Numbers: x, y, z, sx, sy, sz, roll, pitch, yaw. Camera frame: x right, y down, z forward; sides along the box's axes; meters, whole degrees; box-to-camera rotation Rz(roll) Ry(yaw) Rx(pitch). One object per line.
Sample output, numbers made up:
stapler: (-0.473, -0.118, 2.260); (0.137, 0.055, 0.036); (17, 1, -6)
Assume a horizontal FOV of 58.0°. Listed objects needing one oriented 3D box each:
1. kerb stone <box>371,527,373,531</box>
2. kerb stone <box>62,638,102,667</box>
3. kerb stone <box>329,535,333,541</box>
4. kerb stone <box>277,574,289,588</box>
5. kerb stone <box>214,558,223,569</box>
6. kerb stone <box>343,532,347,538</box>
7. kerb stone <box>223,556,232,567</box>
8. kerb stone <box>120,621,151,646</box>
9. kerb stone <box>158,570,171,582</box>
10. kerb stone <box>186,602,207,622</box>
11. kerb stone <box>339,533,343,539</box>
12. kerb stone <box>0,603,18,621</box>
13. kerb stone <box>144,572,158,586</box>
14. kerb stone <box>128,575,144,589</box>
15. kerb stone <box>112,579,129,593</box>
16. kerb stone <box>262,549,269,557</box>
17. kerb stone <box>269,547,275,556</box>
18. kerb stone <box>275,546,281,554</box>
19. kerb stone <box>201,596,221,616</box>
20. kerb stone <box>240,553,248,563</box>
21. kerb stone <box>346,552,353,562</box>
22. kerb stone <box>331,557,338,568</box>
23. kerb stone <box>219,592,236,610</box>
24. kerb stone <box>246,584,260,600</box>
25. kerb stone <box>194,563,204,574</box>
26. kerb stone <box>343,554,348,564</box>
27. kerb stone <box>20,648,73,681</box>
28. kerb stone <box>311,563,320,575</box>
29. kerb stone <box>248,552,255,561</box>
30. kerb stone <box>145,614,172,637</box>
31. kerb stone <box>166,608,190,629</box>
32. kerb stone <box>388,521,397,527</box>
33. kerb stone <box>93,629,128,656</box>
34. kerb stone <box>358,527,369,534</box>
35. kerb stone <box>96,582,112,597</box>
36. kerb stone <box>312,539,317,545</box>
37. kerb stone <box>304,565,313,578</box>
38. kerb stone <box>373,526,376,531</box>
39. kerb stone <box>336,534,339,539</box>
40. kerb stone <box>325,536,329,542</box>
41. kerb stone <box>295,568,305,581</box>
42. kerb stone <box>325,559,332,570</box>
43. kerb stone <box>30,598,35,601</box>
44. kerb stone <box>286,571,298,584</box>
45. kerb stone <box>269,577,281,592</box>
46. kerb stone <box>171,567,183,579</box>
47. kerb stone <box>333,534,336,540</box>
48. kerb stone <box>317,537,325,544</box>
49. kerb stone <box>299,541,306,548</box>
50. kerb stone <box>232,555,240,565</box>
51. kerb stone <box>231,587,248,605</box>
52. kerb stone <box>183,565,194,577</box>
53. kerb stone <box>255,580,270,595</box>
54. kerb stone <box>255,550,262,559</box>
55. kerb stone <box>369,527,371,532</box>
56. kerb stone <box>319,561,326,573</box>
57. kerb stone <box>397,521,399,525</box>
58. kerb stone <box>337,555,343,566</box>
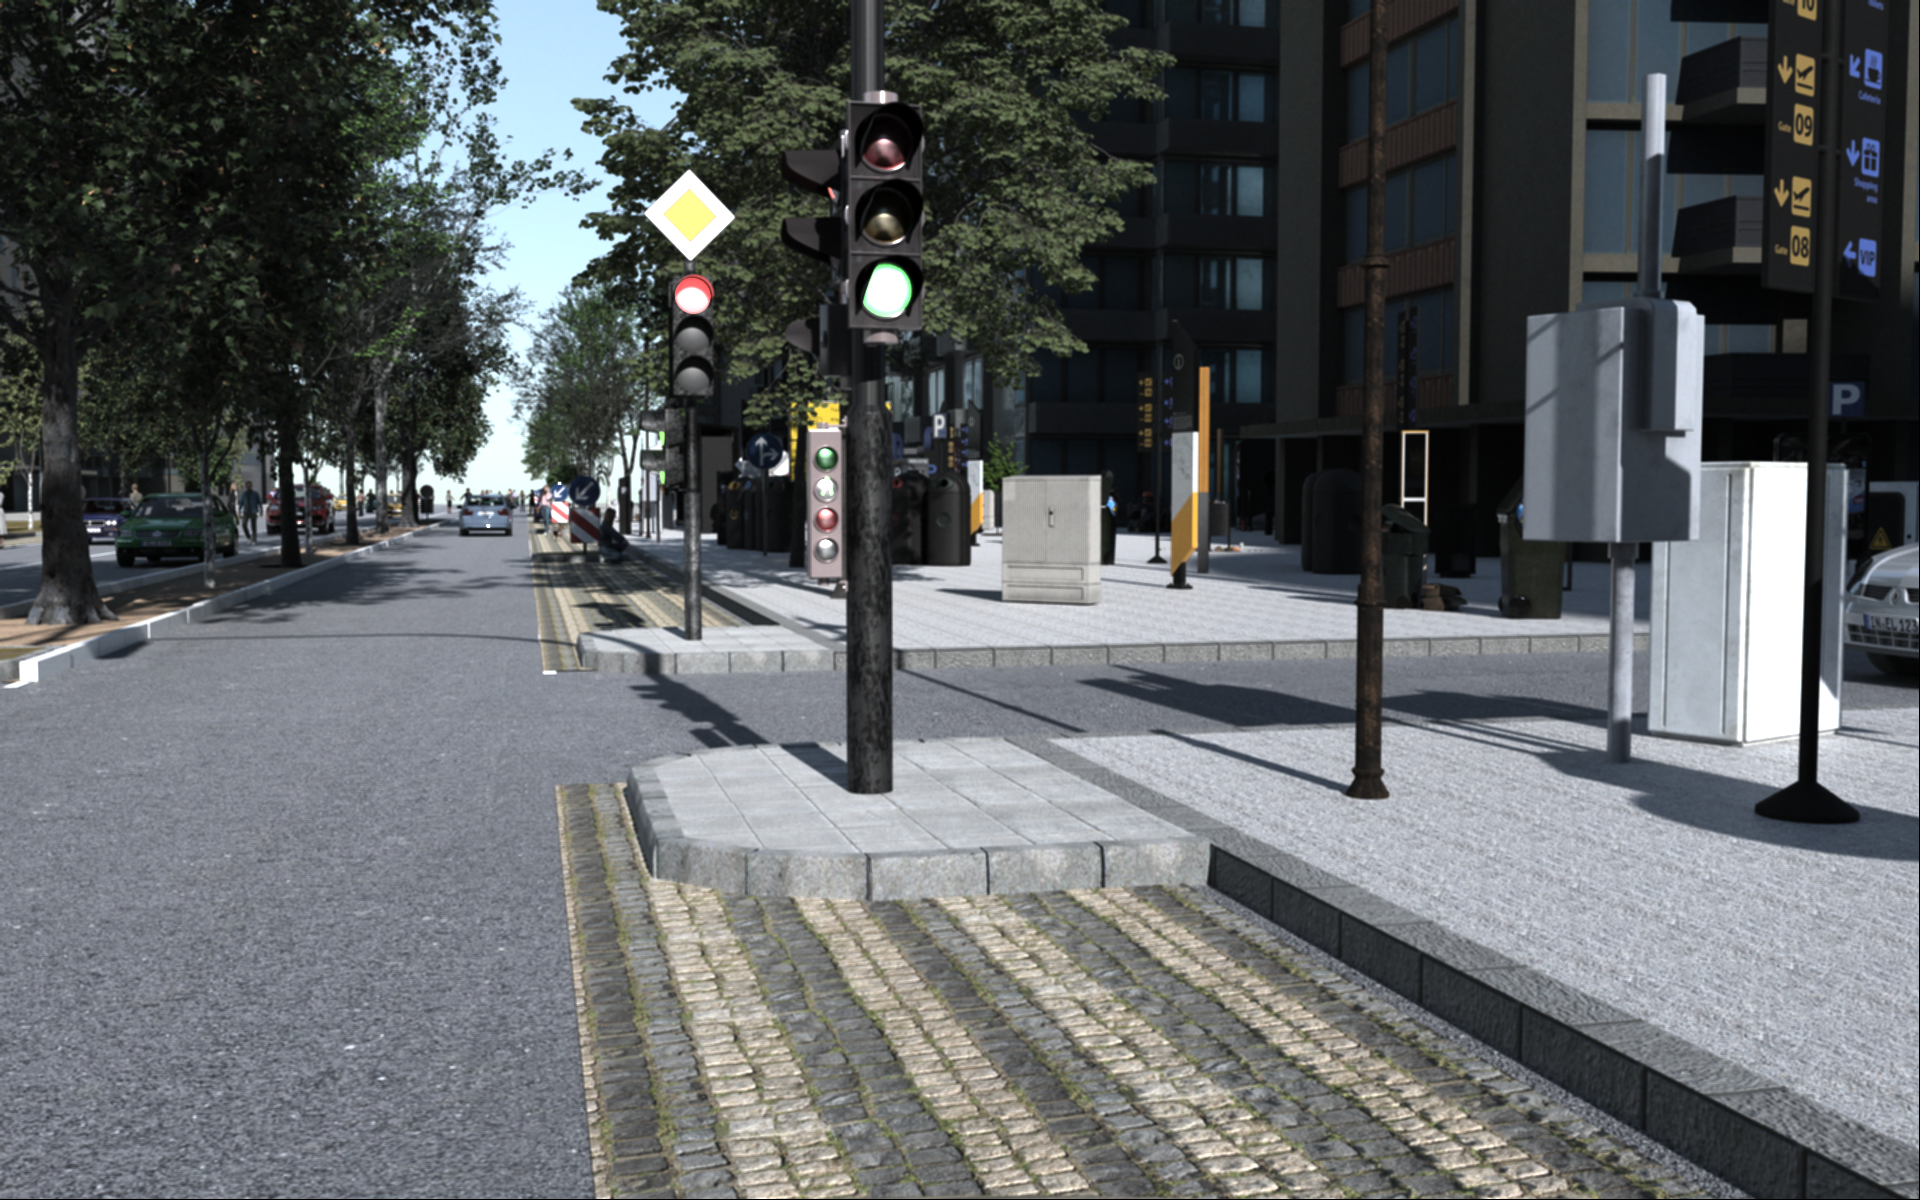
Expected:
kerb stone: (-22.528, -2.674, 65.921); (0.120, 0.150, 1.000); (-1, 4, -14)
kerb stone: (-7.501, 0.458, 14.715); (0.120, 0.150, 1.000); (-1, 4, -14)
kerb stone: (-19.020, -1.818, 51.985); (0.120, 0.150, 1.000); (-1, 4, -14)
kerb stone: (-10.490, -0.270, 26.650); (0.120, 0.150, 1.000); (-1, 4, -14)
kerb stone: (-14.276, -0.667, 33.095); (0.120, 0.150, 1.000); (-1, 4, -14)
kerb stone: (-20.024, -2.067, 55.985); (0.120, 0.150, 1.000); (-1, 4, -14)
kerb stone: (-14.530, -0.727, 34.087); (0.120, 0.150, 1.000); (-1, 4, -14)
kerb stone: (-8.000, 0.336, 16.702); (0.120, 0.150, 1.000); (-1, 4, -14)
kerb stone: (-13.028, -0.363, 28.127); (0.120, 0.150, 1.000); (-1, 4, -14)
kerb stone: (-8.738, 0.163, 19.681); (0.120, 0.150, 1.000); (-1, 4, -14)
kerb stone: (-19.783, -2.005, 54.976); (0.120, 0.150, 1.000); (-1, 4, -14)
kerb stone: (-11.025, 0.130, 20.152); (0.120, 0.150, 1.000); (-1, 4, -14)
kerb stone: (-12.770, -0.302, 27.129); (0.120, 0.150, 1.000); (-1, 4, -14)
kerb stone: (-12.526, -0.241, 26.134); (0.120, 0.150, 1.000); (-1, 4, -14)
kerb stone: (-12.280, -0.176, 25.138); (0.120, 0.150, 1.000); (-1, 4, -14)
kerb stone: (-15.779, -1.027, 39.052); (0.120, 0.150, 1.000); (-1, 4, -14)
kerb stone: (-16.027, -1.090, 40.056); (0.120, 0.150, 1.000); (-1, 4, -14)
kerb stone: (-16.274, -1.150, 41.048); (0.120, 0.150, 1.000); (-1, 4, -14)
kerb stone: (-8.999, 0.093, 20.676); (0.120, 0.150, 1.000); (-1, 4, -14)
kerb stone: (-15.028, -0.849, 36.074); (0.120, 0.150, 1.000); (-1, 4, -14)
kerb stone: (-12.986, -0.880, 36.585); (0.120, 0.150, 1.000); (-1, 4, -14)
kerb stone: (-12.236, -0.698, 33.604); (0.120, 0.150, 1.000); (-1, 4, -14)
kerb stone: (-9.242, 0.032, 21.669); (0.120, 0.150, 1.000); (-1, 4, -14)
kerb stone: (-9.733, -0.089, 23.653); (0.120, 0.150, 1.000); (-1, 4, -14)
kerb stone: (-13.780, -0.545, 31.109); (0.120, 0.150, 1.000); (-1, 4, -14)
kerb stone: (-12.743, -0.819, 35.589); (0.120, 0.150, 1.000); (-1, 4, -14)
kerb stone: (-7.242, 0.518, 13.727); (0.120, 0.150, 1.000); (-1, 4, -14)
kerb stone: (-11.485, -0.515, 30.621); (0.120, 0.150, 1.000); (-1, 4, -14)
kerb stone: (-15.277, -0.909, 37.069); (0.120, 0.150, 1.000); (-1, 4, -14)
kerb stone: (-8.242, 0.276, 17.697); (0.120, 0.150, 1.000); (-1, 4, -14)
kerb stone: (-8.495, 0.217, 18.688); (0.120, 0.150, 1.000); (-1, 4, -14)
kerb stone: (-25.533, -3.404, 77.860); (0.120, 0.150, 1.000); (-1, 4, -14)
kerb stone: (-7.748, 0.399, 15.707); (0.120, 0.150, 1.000); (-1, 4, -14)
kerb stone: (-22.029, -2.552, 63.935); (0.120, 0.150, 1.000); (-1, 4, -14)
kerb stone: (-12.027, -0.118, 24.131); (0.120, 0.150, 1.000); (-1, 4, -14)
kerb stone: (-18.028, -1.579, 48.012); (0.120, 0.150, 1.000); (-1, 4, -14)
kerb stone: (-11.239, -0.451, 29.629); (0.120, 0.150, 1.000); (-1, 4, -14)
kerb stone: (-22.780, -2.732, 66.916); (0.120, 0.150, 1.000); (-1, 4, -14)
kerb stone: (-19.537, -1.944, 53.978); (0.120, 0.150, 1.000); (-1, 4, -14)
kerb stone: (-18.778, -1.758, 50.985); (0.120, 0.150, 1.000); (-1, 4, -14)
kerb stone: (-10.994, -0.394, 28.637); (0.120, 0.150, 1.000); (-1, 4, -14)
kerb stone: (-11.985, -0.637, 32.610); (0.120, 0.150, 1.000); (-1, 4, -14)
kerb stone: (-11.273, 0.064, 21.149); (0.120, 0.150, 1.000); (-1, 4, -14)
kerb stone: (-10.742, -0.333, 27.645); (0.120, 0.150, 1.000); (-1, 4, -14)
kerb stone: (-10.233, -0.210, 25.651); (0.120, 0.150, 1.000); (-1, 4, -14)
kerb stone: (-13.276, -0.422, 29.120); (0.120, 0.150, 1.000); (-1, 4, -14)
kerb stone: (-19.275, -1.883, 52.977); (0.120, 0.150, 1.000); (-1, 4, -14)
kerb stone: (-18.521, -1.697, 49.996); (0.120, 0.150, 1.000); (-1, 4, -14)
kerb stone: (-17.785, -1.518, 47.016); (0.120, 0.150, 1.000); (-1, 4, -14)
kerb stone: (-14.778, -0.783, 35.084); (0.120, 0.150, 1.000); (-1, 4, -14)
kerb stone: (-9.495, -0.028, 22.659); (0.120, 0.150, 1.000); (-1, 4, -14)
kerb stone: (-13.520, -0.484, 30.117); (0.120, 0.150, 1.000); (-1, 4, -14)
kerb stone: (-9.995, -0.151, 24.657); (0.120, 0.150, 1.000); (-1, 4, -14)
kerb stone: (-15.534, -0.963, 38.058); (0.120, 0.150, 1.000); (-1, 4, -14)
kerb stone: (-22.281, -2.614, 64.929); (0.120, 0.150, 1.000); (-1, 4, -14)
kerb stone: (-11.735, -0.576, 31.615); (0.120, 0.150, 1.000); (-1, 4, -14)
kerb stone: (-25.777, -3.465, 78.855); (0.120, 0.150, 1.000); (-1, 4, -14)
kerb stone: (-12.487, -0.758, 34.595); (0.120, 0.150, 1.000); (-1, 4, -14)
